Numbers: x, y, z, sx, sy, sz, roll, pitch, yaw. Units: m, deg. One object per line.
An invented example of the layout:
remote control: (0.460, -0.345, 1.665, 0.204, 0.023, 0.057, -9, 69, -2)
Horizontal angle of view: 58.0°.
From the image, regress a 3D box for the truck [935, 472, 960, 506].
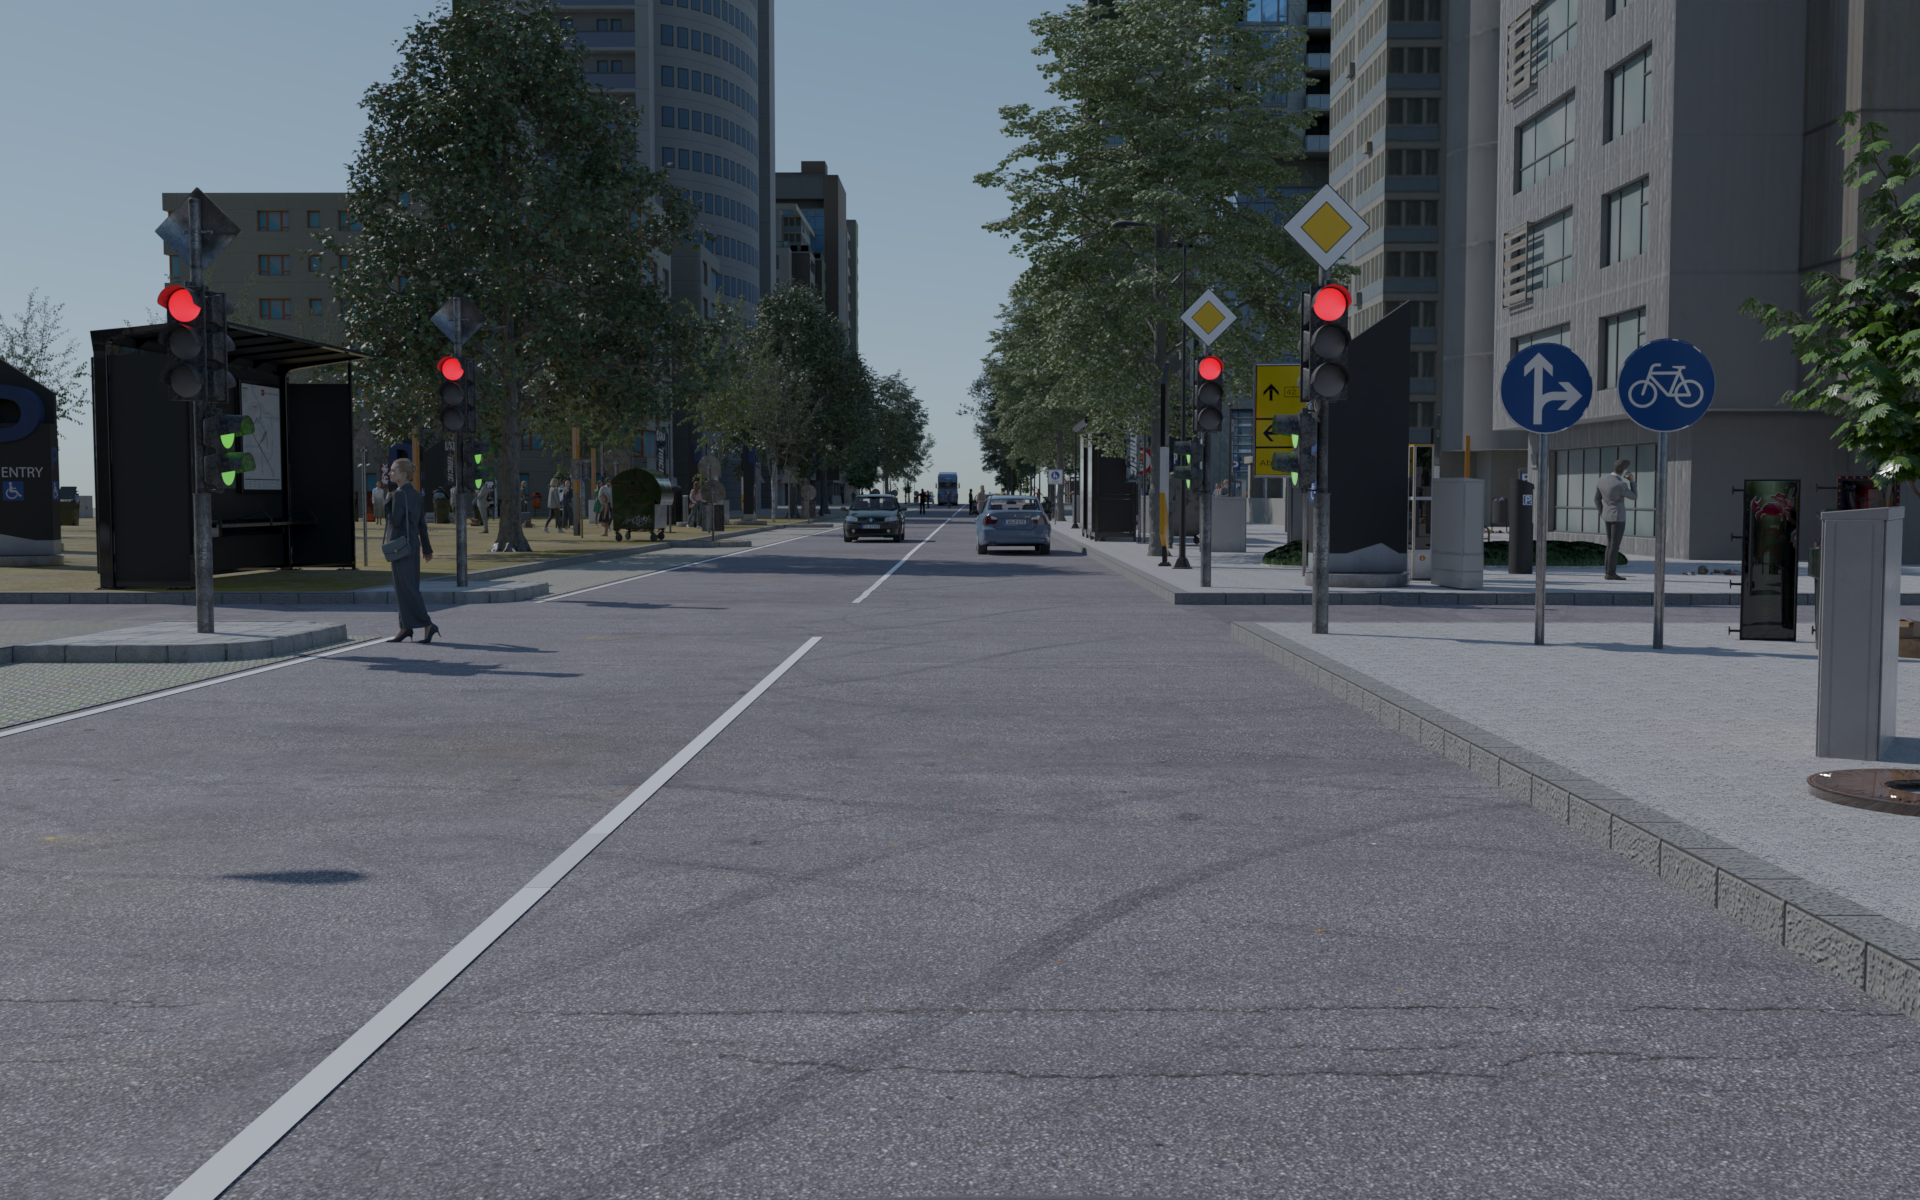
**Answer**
truck: (-1.483, -13.937, 217.635, 2.967, 4.110, 18.799, 0, 3, 0)

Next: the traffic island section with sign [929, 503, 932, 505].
traffic island section with sign: (-4.818, -13.747, 233.391, 1.989, 1.847, 2.006, 0, 4, 1)

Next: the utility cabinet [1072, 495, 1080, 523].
utility cabinet: (5.422, -4.052, 77.408, 0.306, 1.237, 1.020, 3, 4, 37)

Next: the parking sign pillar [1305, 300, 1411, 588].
parking sign pillar: (5.579, -2.186, 24.214, 1.447, 3.967, 1.447, 0, 4, -5)

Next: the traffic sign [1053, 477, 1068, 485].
traffic sign: (5.611, -5.922, 96.827, 0.884, 2.594, 0.081, 0, 4, 3)

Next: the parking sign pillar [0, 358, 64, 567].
parking sign pillar: (-16.861, -2.596, 30.920, 1.447, 3.967, 1.447, -1, 4, -10)

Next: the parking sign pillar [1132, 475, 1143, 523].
parking sign pillar: (6.452, -4.829, 67.432, 1.447, 3.967, 1.447, 1, 4, 20)

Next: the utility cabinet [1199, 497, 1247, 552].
utility cabinet: (5.823, -1.662, 38.333, 1.020, 1.237, 0.306, 1, 4, 10)

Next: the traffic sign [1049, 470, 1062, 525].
traffic sign: (3.987, -4.302, 72.461, 0.606, 2.300, 0.079, 0, 4, 2)

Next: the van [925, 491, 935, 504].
van: (-4.471, -14.522, 244.443, 2.013, 2.044, 4.112, 0, 4, 0)

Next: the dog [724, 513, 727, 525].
dog: (-9.883, -3.351, 71.626, 0.540, 0.507, 0.406, 0, 4, 0)

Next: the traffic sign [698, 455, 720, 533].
traffic sign: (-8.282, -3.489, 57.150, 0.768, 2.556, 0.104, 1, 4, 10)

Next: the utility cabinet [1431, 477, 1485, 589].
utility cabinet: (6.802, -0.916, 23.658, 0.318, 1.500, 1.173, 0, 4, -5)

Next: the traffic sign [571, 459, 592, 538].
traffic sign: (-10.984, -2.946, 50.297, 0.606, 2.300, 0.079, 0, 4, 6)

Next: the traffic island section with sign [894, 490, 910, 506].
traffic island section with sign: (-5.650, -8.710, 151.043, 1.989, 1.847, 2.006, 0, 4, 1)

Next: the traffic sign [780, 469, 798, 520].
traffic sign: (-8.293, -5.138, 84.015, 0.884, 2.594, 0.081, 0, 4, 8)

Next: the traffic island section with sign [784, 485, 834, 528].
traffic island section with sign: (-6.424, -3.992, 73.891, 1.989, 1.847, 2.006, 0, 4, 1)

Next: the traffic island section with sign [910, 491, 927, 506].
traffic island section with sign: (-5.105, -12.042, 205.511, 1.989, 1.847, 2.006, 0, 4, 1)

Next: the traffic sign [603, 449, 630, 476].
traffic sign: (-9.774, -3.008, 49.281, 0.768, 2.556, 0.104, 0, 4, 3)

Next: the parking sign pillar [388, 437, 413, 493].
parking sign pillar: (-26.212, -5.720, 81.992, 1.447, 3.967, 1.447, -3, 5, -39)

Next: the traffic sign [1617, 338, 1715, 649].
traffic sign: (5.786, -0.867, 14.279, 0.768, 2.556, 0.104, 1, 4, 9)

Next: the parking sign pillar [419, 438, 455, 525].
parking sign pillar: (-23.161, -5.411, 76.937, 1.447, 3.967, 1.447, 0, 4, -2)

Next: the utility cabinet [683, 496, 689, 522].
utility cabinet: (-12.279, -3.945, 75.662, 1.020, 1.237, 0.306, 2, 4, 30)

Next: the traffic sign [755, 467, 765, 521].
traffic sign: (-9.702, -5.034, 82.307, 0.884, 2.594, 0.081, 0, 4, 5)

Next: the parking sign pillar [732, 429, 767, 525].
parking sign pillar: (-8.694, -5.079, 71.521, 1.447, 3.967, 1.447, 0, 4, -2)

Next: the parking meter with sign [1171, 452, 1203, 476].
parking meter with sign: (9.575, -4.573, 71.022, 1.738, 3.016, 0.543, 2, 4, 27)

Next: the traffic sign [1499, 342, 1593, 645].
traffic sign: (4.935, -0.891, 14.673, 0.768, 2.556, 0.104, 0, 4, 5)

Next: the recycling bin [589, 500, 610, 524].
recycling bin: (-15.682, -3.848, 75.470, 0.722, 1.027, 0.722, 1, 4, 22)

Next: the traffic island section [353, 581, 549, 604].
traffic island section: (-6.925, -0.107, 24.033, 2.009, 0.180, 2.903, 0, 4, 1)

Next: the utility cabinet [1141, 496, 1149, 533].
utility cabinet: (6.328, -2.782, 56.641, 0.306, 1.237, 1.020, -3, 5, -40)

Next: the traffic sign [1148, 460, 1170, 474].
traffic sign: (6.063, -3.243, 53.131, 0.768, 2.556, 0.104, 0, 4, 4)

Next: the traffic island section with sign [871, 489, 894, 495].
traffic island section with sign: (-5.933, -7.005, 123.157, 1.989, 1.847, 2.006, 0, 4, 1)

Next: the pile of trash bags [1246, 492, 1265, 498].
pile of trash bags: (16.670, -5.133, 93.669, 3.447, 1.369, 1.912, 3, 4, 37)

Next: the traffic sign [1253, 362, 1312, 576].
traffic sign: (5.676, -2.014, 26.804, 2.265, 3.308, 0.079, 0, 4, 7)

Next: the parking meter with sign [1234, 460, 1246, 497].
parking meter with sign: (14.668, -5.763, 90.480, 0.543, 3.016, 1.738, 2, 4, 31)

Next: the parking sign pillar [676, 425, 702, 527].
parking sign pillar: (-10.393, -4.854, 67.828, 1.447, 3.967, 1.447, 0, 4, -5)

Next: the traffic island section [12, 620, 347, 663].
traffic island section: (-7.006, 0.381, 16.048, 2.009, 0.180, 2.903, 0, 4, 1)

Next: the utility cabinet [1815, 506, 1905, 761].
utility cabinet: (4.553, 0.146, 8.772, 0.306, 1.237, 1.020, 2, 4, 32)

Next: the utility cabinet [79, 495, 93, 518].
utility cabinet: (-46.755, -4.958, 92.227, 0.306, 1.237, 1.020, 3, 5, 41)

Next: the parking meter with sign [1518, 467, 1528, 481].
parking meter with sign: (15.761, -3.165, 48.004, 0.543, 3.016, 1.738, 3, 4, 36)

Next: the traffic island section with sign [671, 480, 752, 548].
traffic island section with sign: (-6.698, -2.343, 46.937, 1.989, 1.847, 2.006, 0, 4, 1)

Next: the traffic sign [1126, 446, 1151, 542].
traffic sign: (4.804, -2.824, 46.281, 0.768, 2.556, 0.104, 0, 4, 1)

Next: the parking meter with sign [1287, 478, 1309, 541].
parking meter with sign: (8.576, -2.905, 43.752, 0.543, 3.016, 1.738, 2, 4, 24)

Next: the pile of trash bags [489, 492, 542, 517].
pile of trash bags: (-25.216, -5.373, 97.604, 3.447, 1.369, 1.912, -2, 4, -34)

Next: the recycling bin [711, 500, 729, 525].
recycling bin: (-10.106, -3.663, 72.439, 0.722, 1.027, 0.722, 1, 4, 15)
